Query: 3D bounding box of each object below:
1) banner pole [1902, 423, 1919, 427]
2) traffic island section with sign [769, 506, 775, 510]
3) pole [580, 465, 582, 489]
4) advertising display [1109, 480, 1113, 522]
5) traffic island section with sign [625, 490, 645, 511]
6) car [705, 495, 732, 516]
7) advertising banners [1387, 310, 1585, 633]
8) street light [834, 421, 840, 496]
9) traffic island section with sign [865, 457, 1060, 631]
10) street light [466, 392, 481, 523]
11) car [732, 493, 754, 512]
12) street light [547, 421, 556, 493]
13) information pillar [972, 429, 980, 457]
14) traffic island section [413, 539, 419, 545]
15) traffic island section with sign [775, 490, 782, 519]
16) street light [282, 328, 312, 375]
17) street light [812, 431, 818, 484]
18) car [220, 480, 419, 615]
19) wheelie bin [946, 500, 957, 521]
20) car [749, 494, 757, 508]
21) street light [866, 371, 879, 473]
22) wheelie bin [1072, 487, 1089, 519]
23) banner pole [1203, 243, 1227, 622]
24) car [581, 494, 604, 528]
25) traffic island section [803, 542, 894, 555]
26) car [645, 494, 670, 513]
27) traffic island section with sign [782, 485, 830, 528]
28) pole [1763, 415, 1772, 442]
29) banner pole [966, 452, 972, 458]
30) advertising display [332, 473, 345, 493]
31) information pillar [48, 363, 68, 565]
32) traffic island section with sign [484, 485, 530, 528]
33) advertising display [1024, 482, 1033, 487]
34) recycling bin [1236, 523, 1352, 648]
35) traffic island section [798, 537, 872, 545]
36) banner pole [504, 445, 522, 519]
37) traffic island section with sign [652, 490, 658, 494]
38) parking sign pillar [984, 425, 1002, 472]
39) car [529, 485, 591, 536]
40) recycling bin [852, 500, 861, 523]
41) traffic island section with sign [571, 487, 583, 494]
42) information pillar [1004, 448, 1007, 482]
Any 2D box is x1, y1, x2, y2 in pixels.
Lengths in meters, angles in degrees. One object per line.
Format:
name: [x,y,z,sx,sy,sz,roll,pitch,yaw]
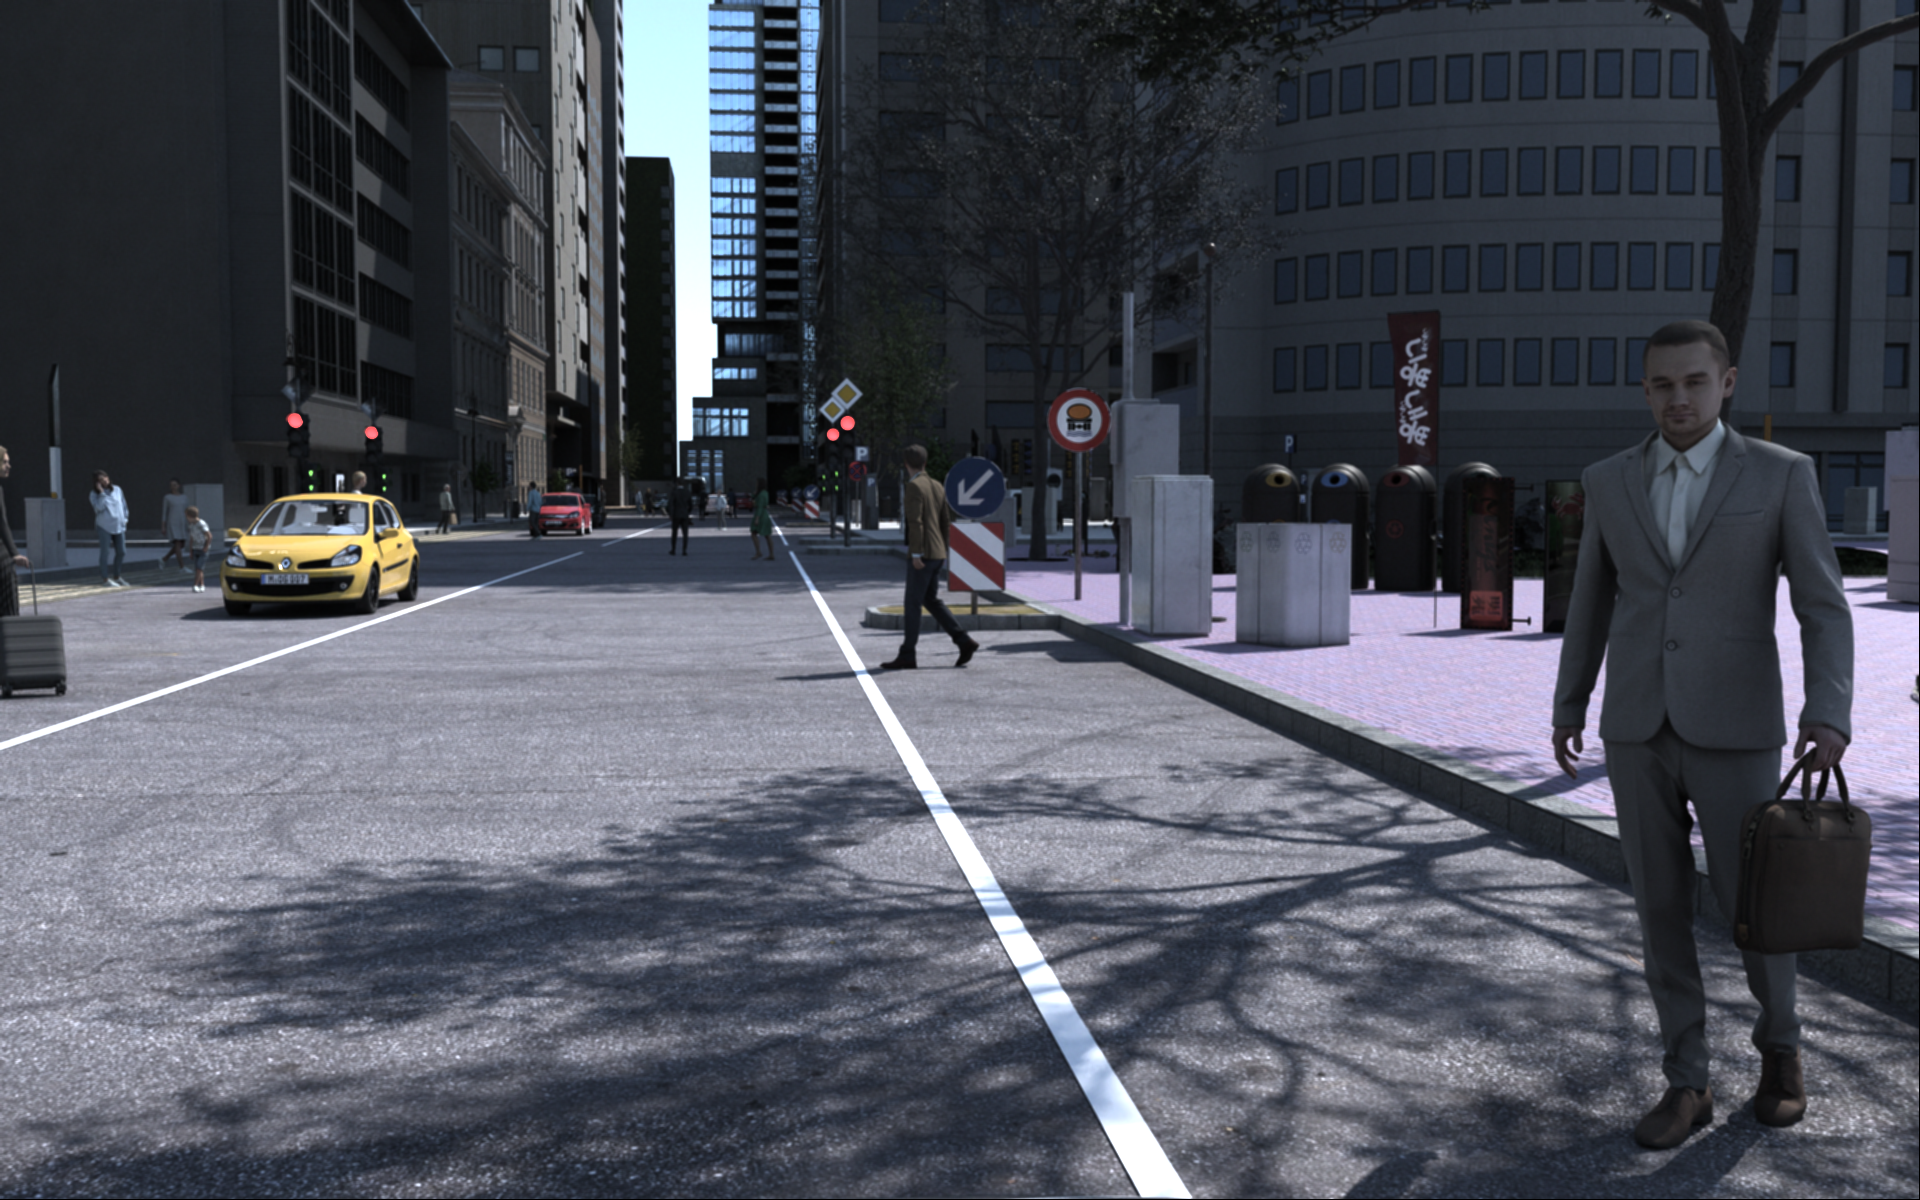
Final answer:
banner pole: [29.406,-3.874,53.359,0.863,3.779,0.401,3,5,41]
traffic island section with sign: [-15.509,-8.721,151.208,1.989,1.847,2.006,0,4,-7]
pole: [-26.641,-7.823,121.747,0.158,3.312,0.155,0,3,0]
advertising display: [6.879,-4.504,78.848,0.123,1.923,0.974,0,4,2]
traffic island section with sign: [-27.871,-8.617,149.516,1.989,1.847,2.006,0,4,-7]
car: [-15.855,-6.179,113.380,2.083,1.381,4.827,0,4,-6]
advertising banners: [4.993,-1.227,16.250,2.074,3.025,0.090,2,4,33]
street light: [-6.769,-7.416,94.046,0.468,5.910,1.993,0,4,-7]
traffic island section with sign: [-0.031,-0.641,19.105,1.989,1.847,2.006,0,4,-7]
street light: [-21.732,-6.402,77.462,0.468,5.910,1.993,0,4,-7]
car: [-17.442,-7.891,138.056,2.155,1.783,4.494,0,4,-8]
street light: [-25.180,-8.211,107.033,0.468,5.910,1.993,0,4,-7]
information pillar: [0.553,-4.317,61.930,0.183,3.616,0.504,-2,4,-28]
traffic island section: [-16.339,-1.598,48.409,2.009,0.180,2.903,0,4,-7]
traffic island section with sign: [-9.642,-5.655,101.092,1.989,1.847,2.006,0,4,-7]
street light: [-18.429,-4.617,48.276,0.468,5.910,1.993,0,4,-7]
street light: [-10.322,-9.222,123.559,0.468,5.910,1.993,0,4,-7]
car: [-7.981,-0.706,21.774,2.015,1.641,3.980,0,4,-7]
wheelie bin: [-0.497,-4.463,80.876,0.693,1.594,0.980,-2,4,-24]
car: [-19.393,-9.336,162.867,2.015,1.641,3.980,0,4,-7]
street light: [-3.285,-5.633,64.887,0.468,5.910,1.993,0,4,-7]
wheelie bin: [5.765,-4.579,82.769,0.693,1.594,0.980,-1,4,-19]
banner pole: [2.513,-1.689,17.628,0.401,3.779,0.863,0,4,4]
car: [-16.234,-3.927,73.994,2.009,1.686,4.222,0,4,-6]
traffic island section: [-2.704,-1.203,41.957,2.009,0.180,2.903,0,4,-7]
car: [-23.221,-7.440,133.447,2.131,1.459,4.920,0,4,-6]
traffic island section with sign: [-6.491,-4.018,74.321,1.989,1.847,2.006,0,4,-7]
pole: [20.738,-3.102,44.562,0.158,3.312,0.155,0,3,0]
banner pole: [0.556,-6.124,90.148,0.401,3.779,0.863,3,5,39]
advertising display: [-18.836,-2.894,52.535,0.123,1.923,0.974,0,4,-4]
information pillar: [-16.078,-2.412,30.798,0.183,3.616,0.504,-1,4,-16]
traffic island section with sign: [-18.874,-3.930,72.884,1.989,1.847,2.006,0,4,-7]
advertising display: [3.597,-5.231,90.745,0.123,1.923,0.974,-1,4,-21]
recycling bin: [2.855,-0.140,14.850,0.722,1.027,0.722,-2,4,-28]
traffic island section: [-3.633,-1.689,49.888,2.009,0.180,2.903,0,4,-7]
banner pole: [-22.880,-6.032,88.633,0.863,3.779,0.401,-1,4,-21]
traffic island section with sign: [-31.006,-10.255,176.289,1.989,1.847,2.006,0,4,-7]
parking sign pillar: [1.294,-4.801,66.976,1.447,3.967,1.447,-1,4,-10]
car: [-13.913,-3.140,60.382,2.155,1.783,4.494,0,4,-7]
recycling bin: [-4.308,-3.874,75.902,0.722,1.027,0.722,-1,4,-20]
traffic island section with sign: [-22.046,-5.580,99.860,1.989,1.847,2.006,0,4,-7]
information pillar: [2.340,-5.967,88.908,0.183,3.616,0.504,1,4,14]
